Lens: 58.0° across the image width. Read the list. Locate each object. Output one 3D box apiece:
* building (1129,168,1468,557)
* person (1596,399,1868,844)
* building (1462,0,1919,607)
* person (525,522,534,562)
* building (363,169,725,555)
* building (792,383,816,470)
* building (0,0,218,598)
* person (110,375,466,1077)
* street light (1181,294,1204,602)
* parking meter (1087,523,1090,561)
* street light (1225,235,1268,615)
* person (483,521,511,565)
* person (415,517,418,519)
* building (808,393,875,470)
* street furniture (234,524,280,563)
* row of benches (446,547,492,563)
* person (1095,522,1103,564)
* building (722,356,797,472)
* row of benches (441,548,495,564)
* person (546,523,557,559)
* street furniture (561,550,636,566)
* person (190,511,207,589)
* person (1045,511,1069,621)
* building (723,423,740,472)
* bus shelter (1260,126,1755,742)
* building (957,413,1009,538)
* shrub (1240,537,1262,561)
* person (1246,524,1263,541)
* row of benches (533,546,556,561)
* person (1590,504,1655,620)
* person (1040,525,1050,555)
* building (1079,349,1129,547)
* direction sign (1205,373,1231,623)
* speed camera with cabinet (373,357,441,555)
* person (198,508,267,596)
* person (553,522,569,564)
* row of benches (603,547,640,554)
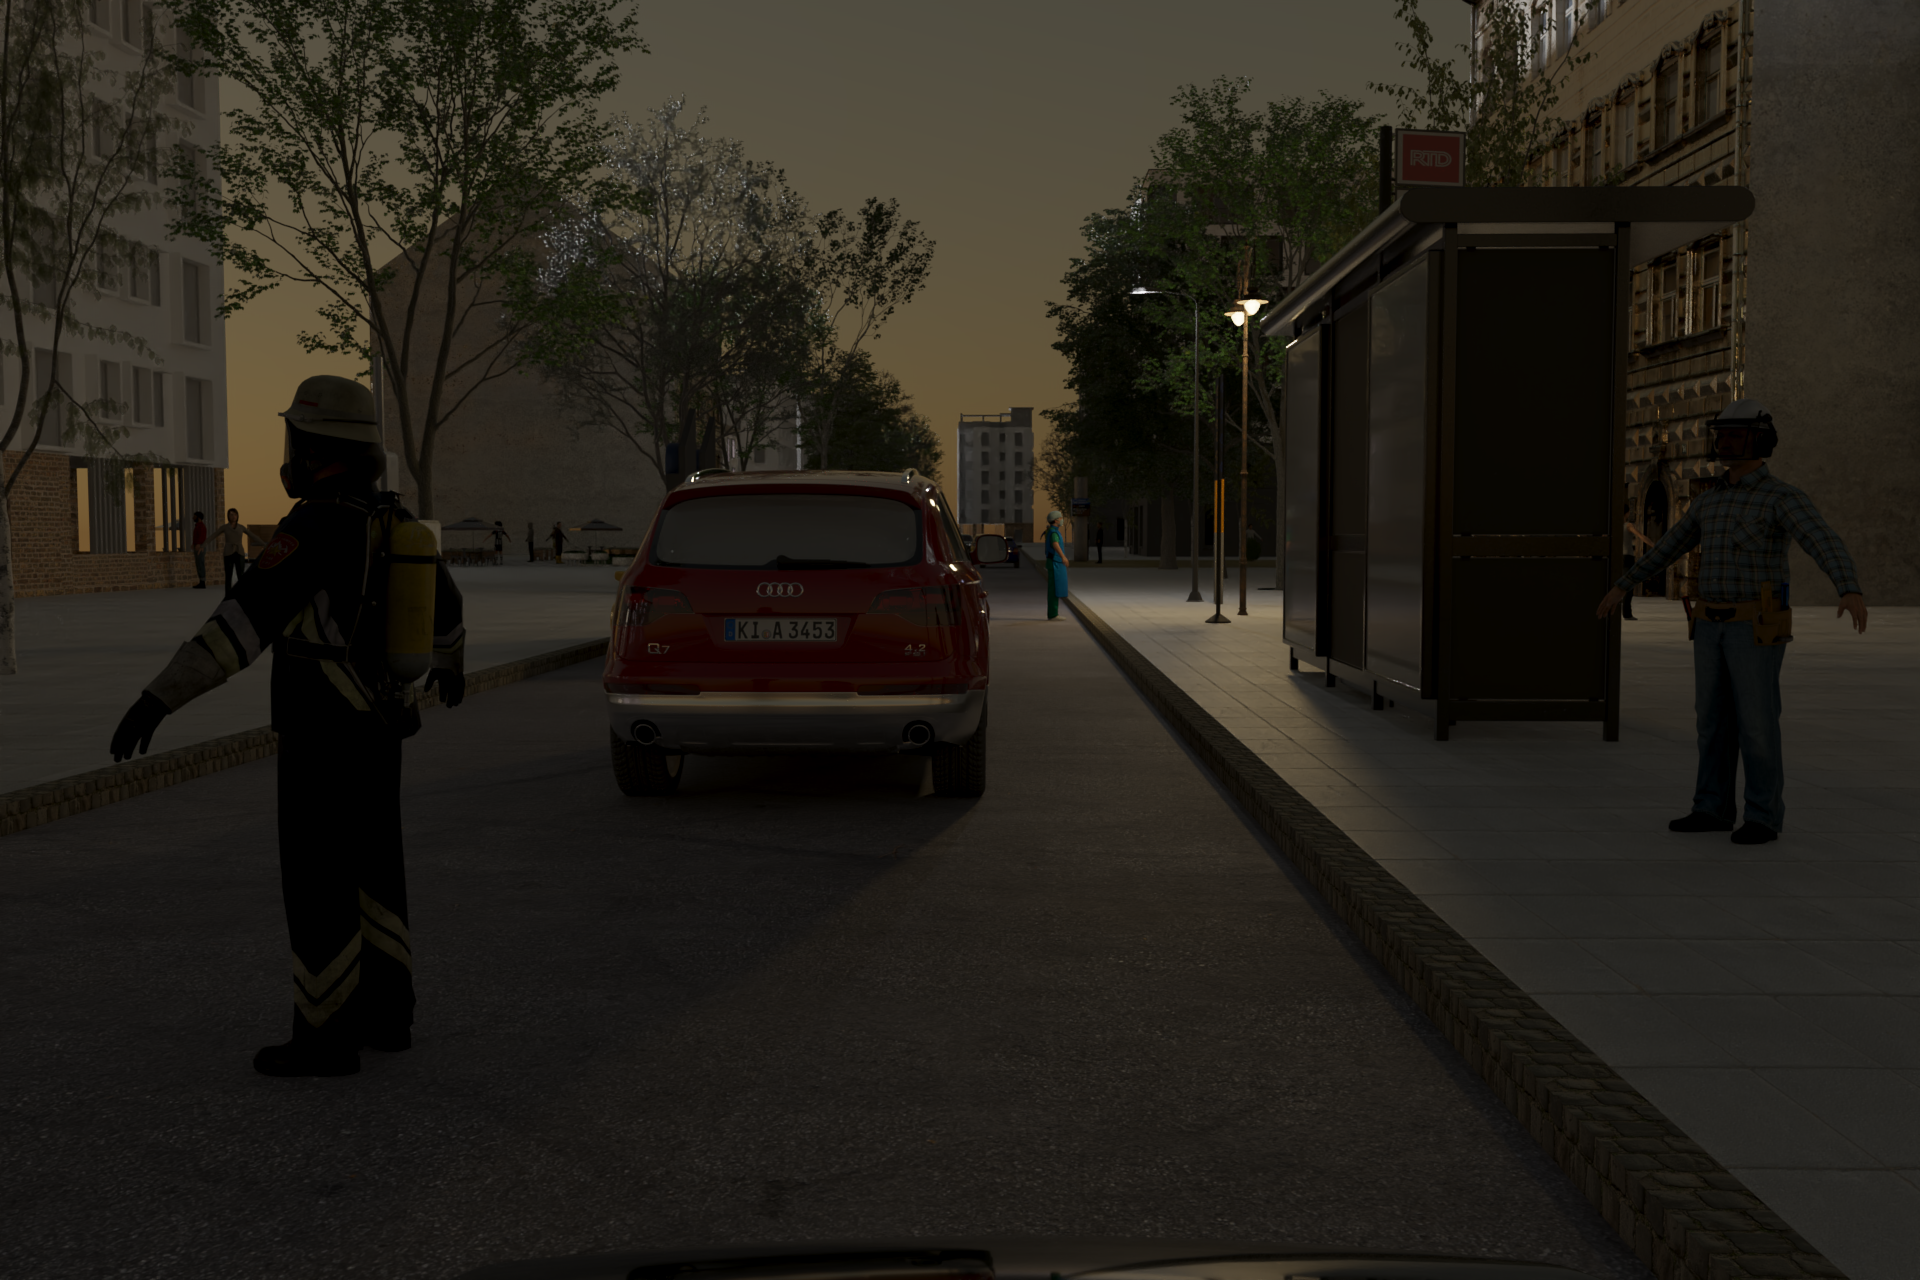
[{"bbox_3d":[24.883,-16.466,113.189,27.936,21.610,32.646,0,4,1],"label":"building"},{"bbox_3d":[3.274,-0.091,7.321,0.704,1.849,1.345,-2,4,-25],"label":"person"},{"bbox_3d":[23.143,-12.713,38.790,19.493,23.208,18.063,0,4,1],"label":"building"},{"bbox_3d":[-19.591,-4.453,78.938,0.705,1.813,1.348,0,4,-4],"label":"person"},{"bbox_3d":[-26.188,-17.269,113.282,19.493,23.208,18.063,0,4,1],"label":"building"},{"bbox_3d":[-23.237,-21.223,203.412,16.016,20.090,11.380,0,4,1],"label":"building"},{"bbox_3d":[-23.948,-10.654,30.617,16.016,20.090,11.380,0,4,2],"label":"building"},{"bbox_3d":[-1.700,0.216,4.698,0.705,1.856,1.354,1,4,18],"label":"person"},{"bbox_3d":[4.997,-3.676,32.642,1.470,5.913,1.316,0,4,1],"label":"street light"},{"bbox_3d":[5.972,-4.698,82.516,0.399,1.863,0.255,0,4,1],"label":"parking meter"},{"bbox_3d":[4.468,-3.327,27.192,0.468,5.910,1.993,0,4,1],"label":"street light"},{"bbox_3d":[-19.182,-4.022,71.909,0.704,1.843,1.345,3,5,42],"label":"person"},{"bbox_3d":[-16.887,-2.911,53.738,1.347,1.811,0.704,3,5,43],"label":"person"},{"bbox_3d":[-19.755,-22.425,233.106,16.747,18.905,31.486,0,4,1],"label":"building"},{"bbox_3d":[-28.574,-4.455,79.701,9.812,1.723,11.010,0,4,1],"label":"street furniture"},{"bbox_3d":[-22.549,-3.896,79.167,1.422,0.672,4.104,1,4,9],"label":"row of benches"},{"bbox_3d":[6.052,-4.230,75.383,0.704,1.802,1.346,0,4,-1],"label":"person"},{"bbox_3d":[-23.765,-19.990,183.248,16.016,20.090,11.380,0,4,2],"label":"building"},{"bbox_3d":[-21.377,-3.607,74.433,1.422,0.672,4.104,1,4,19],"label":"row of benches"},{"bbox_3d":[-20.828,-5.100,89.145,0.705,1.858,1.354,2,4,23],"label":"person"},{"bbox_3d":[-11.231,-3.358,70.524,10.072,0.657,5.734,1,4,17],"label":"street furniture"},{"bbox_3d":[-17.891,-2.114,40.679,0.704,1.816,1.345,-2,4,-28],"label":"person"},{"bbox_3d":[1.603,-1.233,28.744,0.704,1.817,1.347,0,4,-4],"label":"person"},{"bbox_3d":[-22.255,-12.064,139.388,9.099,9.664,28.070,0,4,1],"label":"building"},{"bbox_3d":[3.875,-2.274,14.808,2.179,5.291,8.768,0,4,2],"label":"bus shelter"},{"bbox_3d":[0.063,-24.609,261.231,11.380,20.090,16.016,0,4,-7],"label":"building"},{"bbox_3d":[13.667,-4.294,81.316,1.383,1.207,1.383,0,3,0],"label":"shrub"},{"bbox_3d":[15.434,-5.249,92.001,1.347,1.806,0.705,-1,4,-17],"label":"person"},{"bbox_3d":[-20.212,-4.198,84.107,1.422,0.672,4.104,0,4,-4],"label":"row of benches"},{"bbox_3d":[9.937,-1.165,25.854,0.721,1.737,1.217,-3,4,-36],"label":"person"},{"bbox_3d":[5.365,-6.085,105.454,1.349,1.833,0.705,-2,4,-35],"label":"person"},{"bbox_3d":[26.961,-21.292,192.097,27.936,21.610,32.646,0,4,1],"label":"building"},{"bbox_3d":[3.730,-2.014,24.921,0.379,3.537,0.876,0,4,1],"label":"direction sign"},{"bbox_3d":[-6.661,-1.578,20.141,0.660,3.252,2.038,0,4,2],"label":"speed camera with cabinet"},{"bbox_3d":[-12.722,-1.445,30.387,1.215,1.744,0.721,-2,4,-32],"label":"person"},{"bbox_3d":[-17.248,-4.190,74.637,0.704,1.812,1.346,1,4,14],"label":"person"},{"bbox_3d":[-16.278,-4.170,83.639,1.422,0.672,4.104,-2,4,-33],"label":"row of benches"}]
